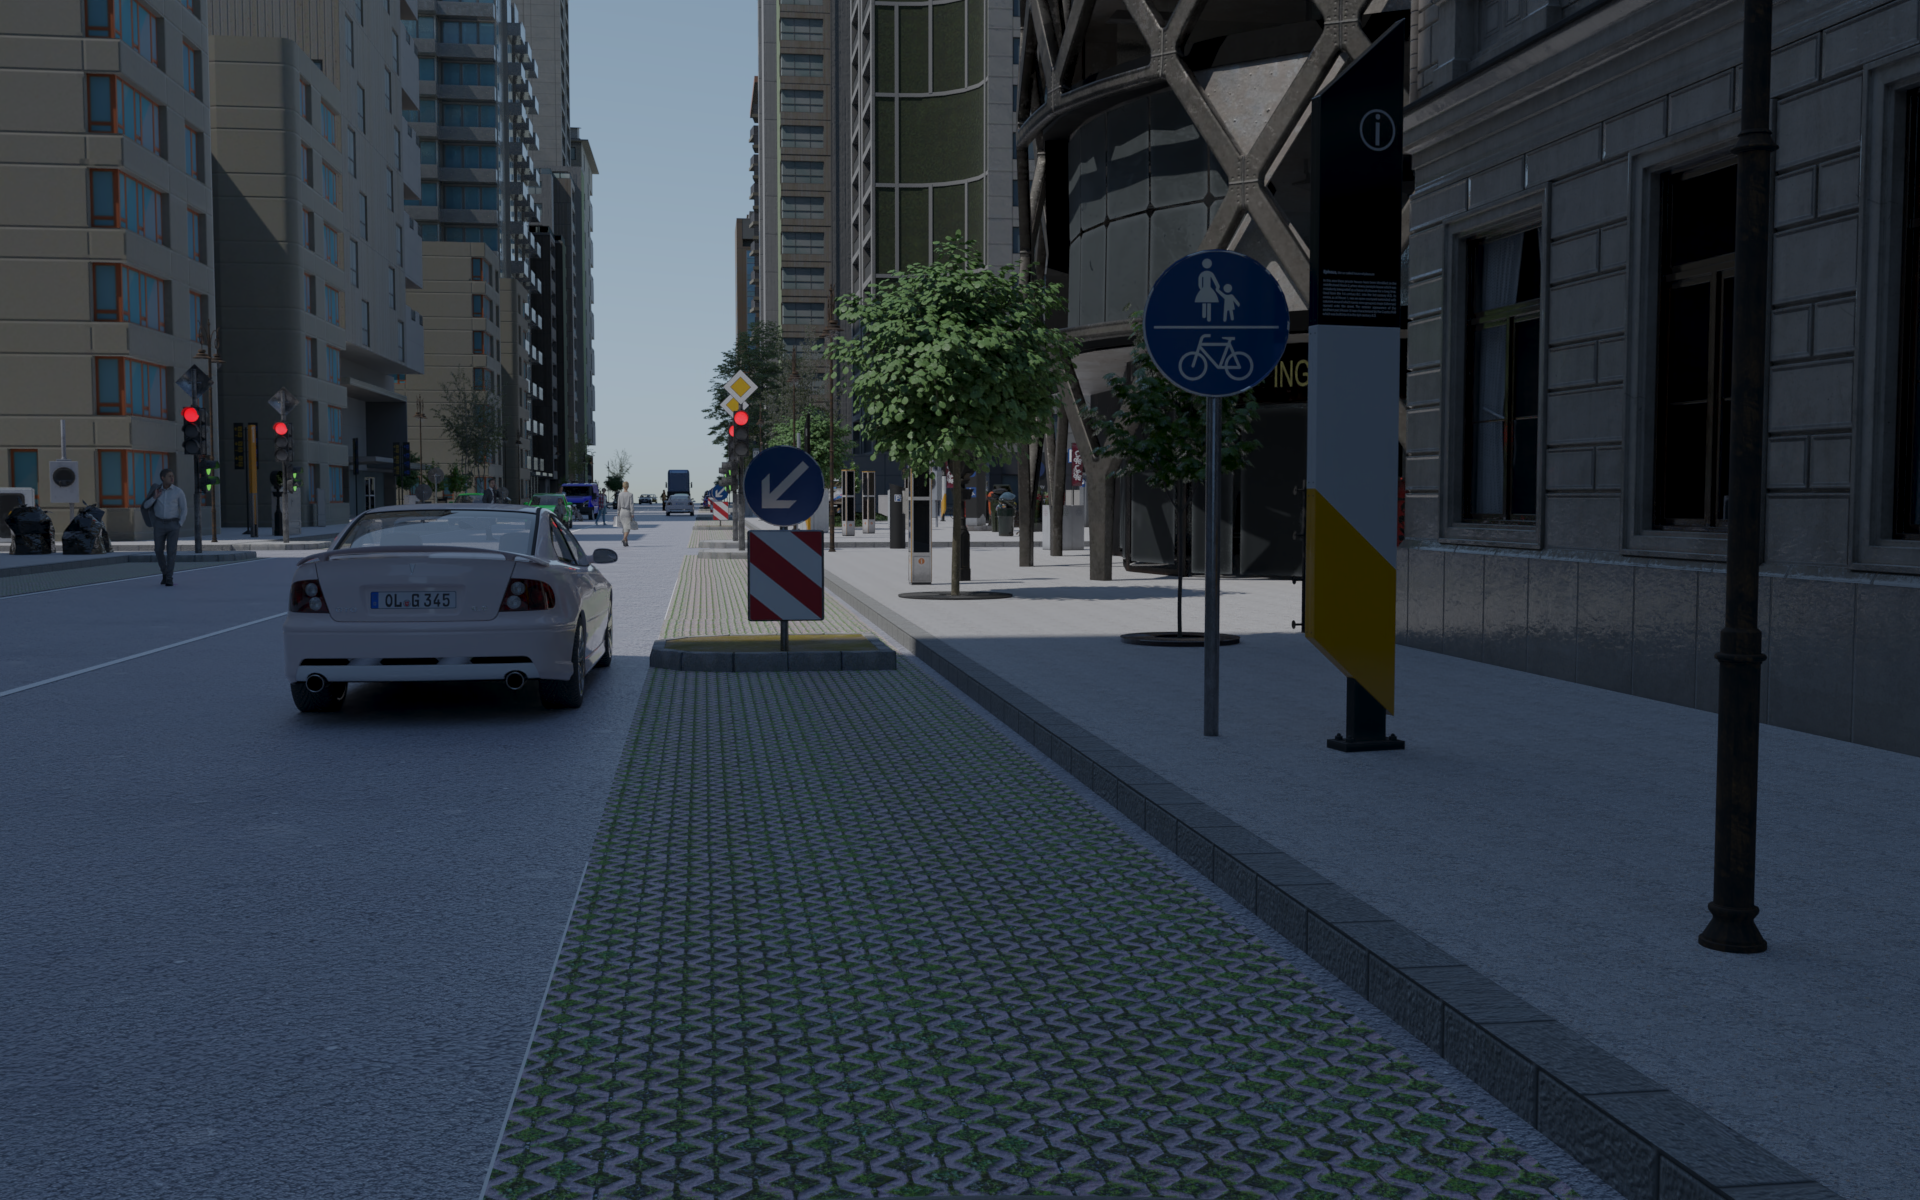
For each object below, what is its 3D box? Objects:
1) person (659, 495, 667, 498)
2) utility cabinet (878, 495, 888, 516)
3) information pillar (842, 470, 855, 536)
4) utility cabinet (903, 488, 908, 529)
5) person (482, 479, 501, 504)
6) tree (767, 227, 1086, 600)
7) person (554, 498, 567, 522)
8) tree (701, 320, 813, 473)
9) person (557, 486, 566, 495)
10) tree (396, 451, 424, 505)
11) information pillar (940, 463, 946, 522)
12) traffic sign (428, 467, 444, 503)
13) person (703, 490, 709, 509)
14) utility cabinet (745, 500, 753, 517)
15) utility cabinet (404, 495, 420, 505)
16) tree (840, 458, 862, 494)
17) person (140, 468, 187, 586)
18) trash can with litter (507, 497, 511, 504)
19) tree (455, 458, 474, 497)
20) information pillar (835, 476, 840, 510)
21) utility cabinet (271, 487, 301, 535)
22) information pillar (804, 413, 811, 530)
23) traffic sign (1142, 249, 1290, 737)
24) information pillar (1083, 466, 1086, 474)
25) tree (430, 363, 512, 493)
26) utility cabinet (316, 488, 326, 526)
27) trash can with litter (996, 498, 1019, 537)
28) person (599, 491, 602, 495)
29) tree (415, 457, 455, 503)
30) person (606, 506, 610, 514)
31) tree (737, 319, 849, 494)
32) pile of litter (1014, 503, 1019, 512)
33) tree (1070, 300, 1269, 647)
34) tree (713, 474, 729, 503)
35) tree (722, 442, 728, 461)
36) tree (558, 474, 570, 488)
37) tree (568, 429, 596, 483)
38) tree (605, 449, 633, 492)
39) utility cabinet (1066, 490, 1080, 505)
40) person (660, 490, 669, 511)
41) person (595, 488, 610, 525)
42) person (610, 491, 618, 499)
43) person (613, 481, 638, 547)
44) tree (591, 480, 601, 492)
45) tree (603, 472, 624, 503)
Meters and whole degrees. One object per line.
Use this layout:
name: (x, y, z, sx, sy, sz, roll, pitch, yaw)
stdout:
person: (-41.438, -14.285, 242.189, 1.348, 1.807, 0.705, 2, 4, 26)
utility cabinet: (-4.005, -5.117, 94.817, 1.020, 1.237, 0.306, 3, 5, 42)
information pillar: (-3.396, -2.949, 52.709, 0.304, 2.012, 0.304, -2, 4, -30)
utility cabinet: (-1.802, -3.294, 62.536, 0.318, 1.500, 1.173, -1, 4, -15)
person: (-14.508, -2.804, 53.715, 0.474, 1.900, 0.648, 0, 4, 1)
tree: (-0.137, -2.309, 21.471, 4.285, 4.588, 4.351, 0, 3, 0)
person: (-14.044, -2.943, 60.893, 0.640, 1.303, 0.475, 3, 5, 41)
tree: (-13.193, -11.942, 113.384, 7.486, 12.596, 7.792, 0, 3, 0)
person: (-17.981, -4.236, 77.856, 0.616, 1.811, 0.778, -2, 4, -24)
tree: (-36.131, -7.834, 111.798, 4.285, 4.588, 4.351, 0, 3, 0)
information pillar: (-0.770, -5.481, 80.971, 0.183, 3.616, 0.504, -1, 4, -18)
traffic sign: (-24.926, -5.033, 82.397, 0.768, 2.556, 0.104, 0, 4, -7)
person: (-24.366, -9.683, 166.827, 0.705, 1.822, 1.348, 3, 4, 37)
utility cabinet: (-11.954, -5.312, 98.014, 0.306, 1.237, 1.020, 0, 4, 2)
utility cabinet: (-27.403, -4.615, 86.621, 0.306, 1.237, 1.020, 1, 4, 13)
tree: (-5.683, -6.007, 92.822, 1.663, 3.219, 1.824, 0, 3, 0)
person: (-12.488, -1.136, 27.182, 0.679, 1.850, 0.850, -1, 4, -17)
trash can with litter: (-31.032, -6.610, 119.462, 1.055, 1.170, 0.624, 0, 4, 8)
tree: (-27.194, -6.048, 93.484, 1.663, 3.219, 1.824, 0, 3, 0)
information pillar: (-6.134, -5.765, 85.618, 0.504, 3.616, 0.183, 3, 5, 44)
utility cabinet: (-20.924, -2.761, 53.825, 0.318, 1.500, 1.173, 1, 4, 9)
information pillar: (-4.419, -3.598, 50.186, 0.183, 3.616, 0.504, -1, 4, -16)
traffic sign: (1.335, -0.551, 9.123, 0.768, 2.556, 0.104, 0, 4, 0)
information pillar: (6.379, -5.920, 88.150, 0.183, 3.616, 0.504, -3, 4, -36)
tree: (-27.918, -9.064, 98.561, 4.360, 8.622, 3.978, 0, 3, 0)
utility cabinet: (-25.076, -3.629, 68.008, 0.318, 1.500, 1.173, -1, 4, -22)
trash can with litter: (1.630, -2.512, 52.459, 1.055, 1.170, 0.624, 0, 4, -4)
person: (-38.592, -10.853, 186.043, 1.348, 1.812, 0.705, 0, 4, 6)
tree: (-27.680, -5.878, 90.698, 1.663, 3.219, 1.824, 0, 3, 0)
person: (-24.330, -6.340, 117.656, 1.012, 1.151, 0.738, 0, 4, 1)
tree: (-6.818, -7.548, 73.765, 4.360, 8.622, 3.978, 0, 3, 0)
pile of litter: (2.803, -5.073, 96.909, 1.719, 0.858, 1.176, -1, 4, -14)
tree: (1.773, -1.241, 14.898, 1.663, 3.219, 1.824, 0, 3, 0)
tree: (-35.506, -16.955, 260.924, 4.285, 4.588, 4.351, 0, 3, 0)
tree: (-26.121, -15.608, 205.556, 4.360, 8.622, 3.978, 0, 3, 0)
tree: (-38.078, -10.564, 167.323, 1.663, 3.219, 1.824, 0, 3, 0)
tree: (-43.175, -14.997, 195.555, 4.737, 8.622, 4.395, 0, 3, 0)
tree: (-54.352, -19.969, 276.851, 4.360, 8.622, 3.978, 0, 3, 0)
utility cabinet: (6.537, -5.402, 97.001, 1.173, 1.500, 0.318, 1, 4, 13)
person: (-25.295, -8.535, 148.135, 0.705, 1.812, 1.348, 1, 4, 23)
person: (-16.488, -4.313, 79.850, 0.643, 1.720, 0.563, 2, 4, 30)
person: (-36.928, -10.835, 185.784, 0.705, 1.807, 1.348, 3, 5, 42)
person: (-9.127, -2.341, 47.126, 0.694, 1.780, 0.624, 2, 4, 30)
tree: (-44.073, -13.175, 210.017, 1.663, 3.219, 1.824, 0, 3, 0)
tree: (-51.372, -16.743, 257.466, 4.285, 4.588, 4.351, 0, 3, 0)
